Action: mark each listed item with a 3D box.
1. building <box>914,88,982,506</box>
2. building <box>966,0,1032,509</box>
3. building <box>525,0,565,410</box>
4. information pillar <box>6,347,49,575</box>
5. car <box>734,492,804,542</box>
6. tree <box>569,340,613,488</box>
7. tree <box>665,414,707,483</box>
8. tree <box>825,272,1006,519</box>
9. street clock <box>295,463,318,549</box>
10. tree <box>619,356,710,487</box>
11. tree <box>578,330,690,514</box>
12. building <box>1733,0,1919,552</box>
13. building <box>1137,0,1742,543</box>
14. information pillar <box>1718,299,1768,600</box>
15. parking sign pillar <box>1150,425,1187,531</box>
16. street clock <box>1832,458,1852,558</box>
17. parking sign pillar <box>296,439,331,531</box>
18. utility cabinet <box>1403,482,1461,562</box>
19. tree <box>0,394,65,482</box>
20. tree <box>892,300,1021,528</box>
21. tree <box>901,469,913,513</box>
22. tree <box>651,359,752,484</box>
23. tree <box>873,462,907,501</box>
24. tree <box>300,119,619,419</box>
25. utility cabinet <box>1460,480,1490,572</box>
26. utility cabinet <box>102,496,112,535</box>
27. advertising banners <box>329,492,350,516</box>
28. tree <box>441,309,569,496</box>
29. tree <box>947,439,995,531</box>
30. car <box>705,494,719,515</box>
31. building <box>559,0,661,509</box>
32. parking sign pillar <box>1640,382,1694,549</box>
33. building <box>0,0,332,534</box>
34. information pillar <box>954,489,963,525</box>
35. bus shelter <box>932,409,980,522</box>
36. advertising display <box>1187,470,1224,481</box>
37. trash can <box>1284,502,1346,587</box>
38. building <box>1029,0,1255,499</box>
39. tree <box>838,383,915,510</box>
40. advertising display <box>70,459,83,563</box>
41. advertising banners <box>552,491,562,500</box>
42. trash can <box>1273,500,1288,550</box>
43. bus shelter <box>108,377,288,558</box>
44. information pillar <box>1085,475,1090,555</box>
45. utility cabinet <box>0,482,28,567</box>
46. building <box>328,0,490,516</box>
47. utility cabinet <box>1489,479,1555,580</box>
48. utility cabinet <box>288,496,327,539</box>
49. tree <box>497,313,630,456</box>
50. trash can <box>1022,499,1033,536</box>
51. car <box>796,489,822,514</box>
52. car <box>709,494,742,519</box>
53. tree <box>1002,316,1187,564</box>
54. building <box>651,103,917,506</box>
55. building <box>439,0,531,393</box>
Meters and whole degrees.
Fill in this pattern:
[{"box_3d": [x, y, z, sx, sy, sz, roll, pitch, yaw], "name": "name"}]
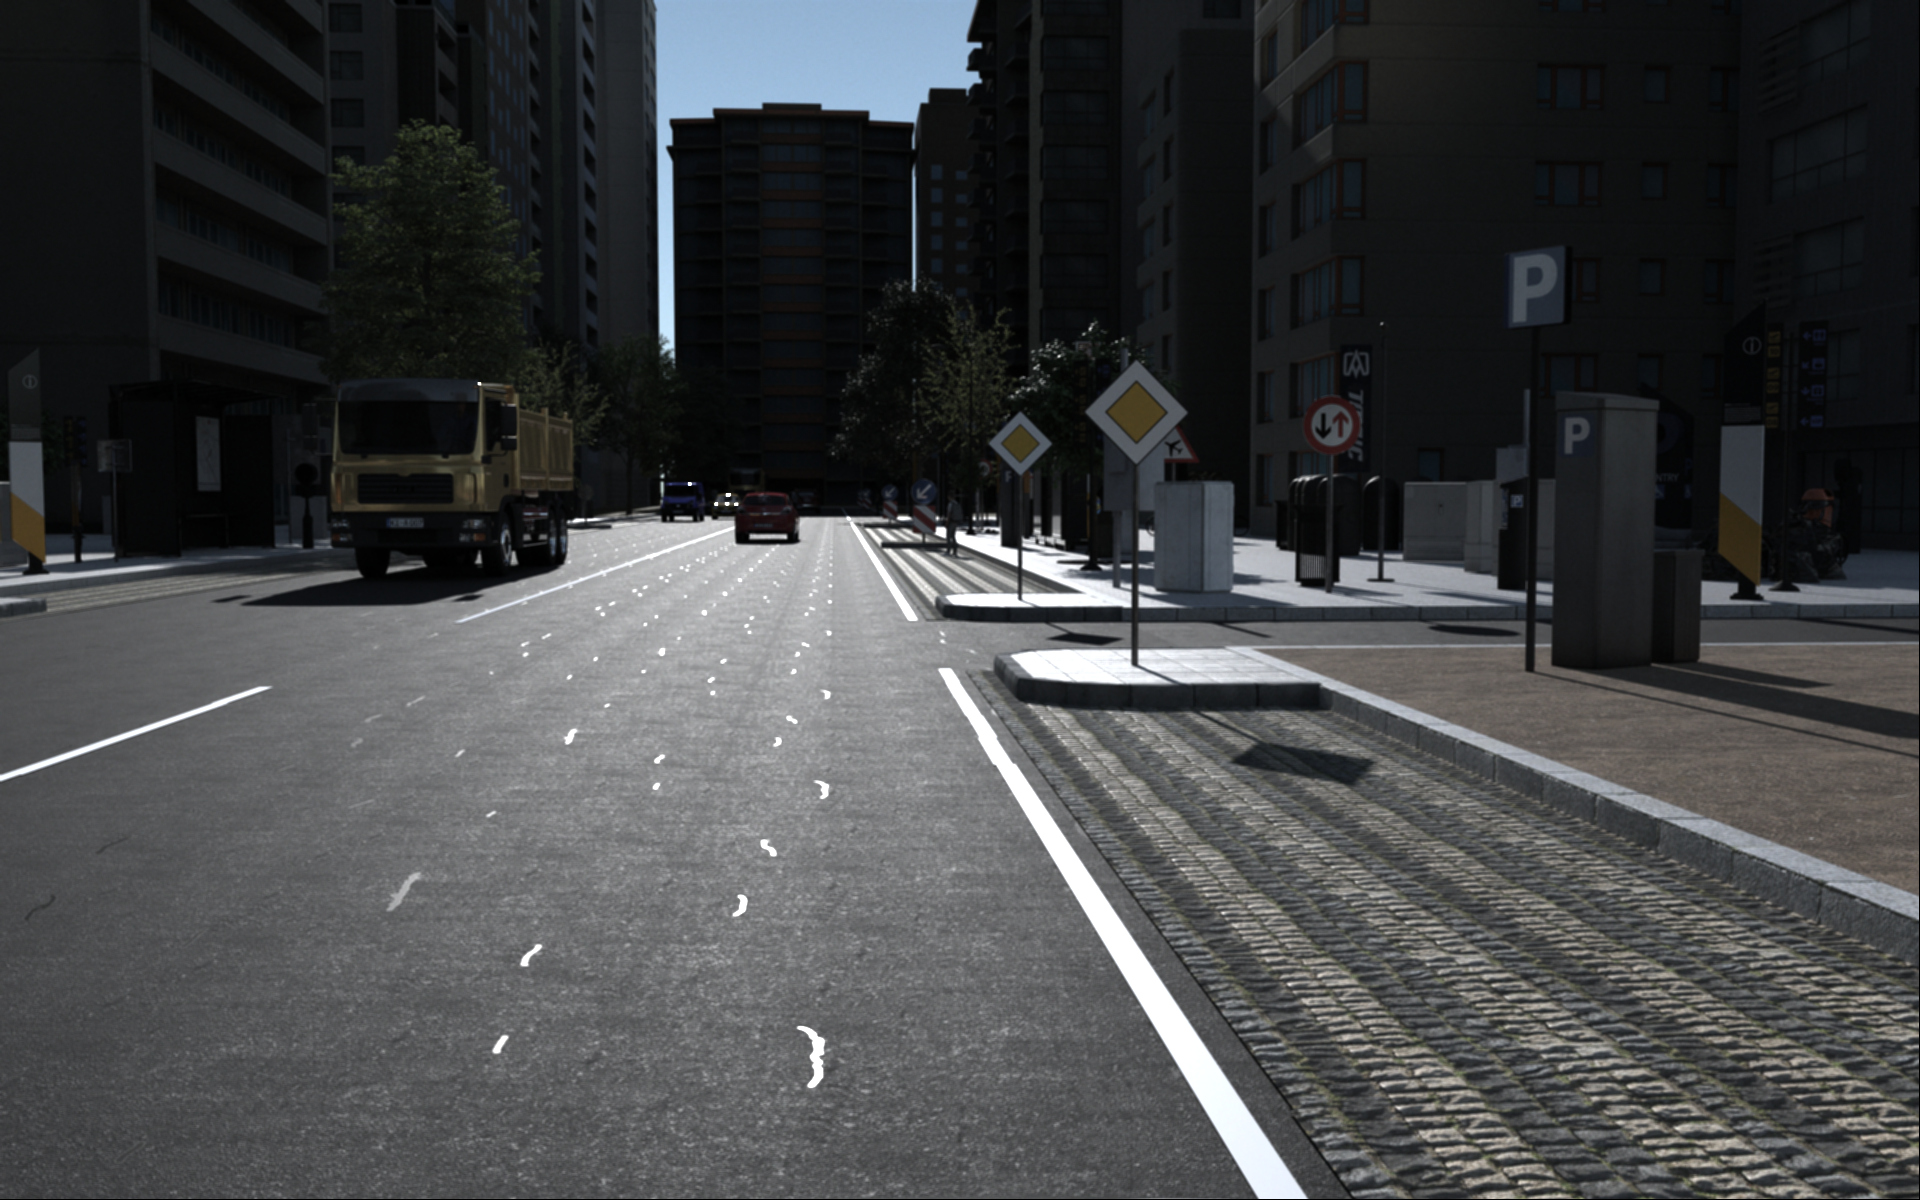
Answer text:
[{"box_3d": [2.344, -33.330, 195.055, 14.200, 45.320, 14.600, 0, 4, -4], "name": "building"}, {"box_3d": [12.026, -30.282, 149.731, 22.147, 44.769, 28.867, 0, 4, -4], "name": "building"}, {"box_3d": [-37.646, -27.235, 128.893, 14.154, 41.232, 14.086, 0, 4, -4], "name": "building"}, {"box_3d": [-14.866, -2.216, 27.588, 0.504, 3.616, 0.183, -3, 5, -45], "name": "information pillar"}, {"box_3d": [-5.904, -2.703, 53.228, 2.155, 1.783, 4.494, 0, 4, -3], "name": "car"}, {"box_3d": [-18.865, -8.040, 81.821, 4.360, 8.622, 3.978, 0, 3, 0], "name": "tree"}, {"box_3d": [-24.952, -12.571, 155.893, 4.360, 8.622, 3.978, 0, 3, 0], "name": "tree"}, {"box_3d": [-2.211, -10.558, 89.631, 9.611, 12.733, 9.660, 0, 3, 0], "name": "tree"}, {"box_3d": [-15.365, -2.214, 40.761, 0.471, 2.002, 0.358, 0, 4, 4], "name": "street clock"}, {"box_3d": [-24.612, -13.714, 142.357, 7.486, 12.596, 7.792, 0, 3, 0], "name": "tree"}, {"box_3d": [-20.851, -11.230, 109.372, 9.928, 11.665, 9.643, 0, 3, 0], "name": "tree"}, {"box_3d": [27.347, -21.650, 37.568, 14.086, 41.232, 14.154, 0, 4, -4], "name": "building"}, {"box_3d": [22.374, -13.158, 60.172, 27.650, 21.520, 28.899, 0, 4, -4], "name": "building"}, {"box_3d": [9.504, -1.814, 21.006, 0.504, 3.616, 0.183, 3, 4, 38], "name": "information pillar"}, {"box_3d": [7.366, -4.402, 60.448, 1.447, 3.967, 1.447, -2, 4, -31], "name": "parking sign pillar"}, {"box_3d": [17.749, -1.853, 34.871, 0.358, 2.002, 0.471, 3, 4, 38], "name": "street clock"}, {"box_3d": [-22.779, -4.422, 60.766, 1.447, 3.967, 1.447, 3, 4, 39], "name": "parking sign pillar"}, {"box_3d": [8.936, -1.456, 32.484, 1.173, 1.500, 0.318, 1, 4, 22], "name": "utility cabinet"}, {"box_3d": [-28.864, -4.225, 52.788, 4.285, 4.588, 4.351, 0, 3, 0], "name": "tree"}, {"box_3d": [0.516, -6.993, 64.694, 4.360, 8.622, 3.978, 0, 3, 0], "name": "tree"}, {"box_3d": [-3.104, -7.631, 119.366, 1.663, 3.219, 1.824, 0, 3, 0], "name": "tree"}, {"box_3d": [-24.841, -15.734, 163.903, 9.857, 13.997, 8.962, 0, 3, 0], "name": "tree"}, {"box_3d": [-6.268, -10.526, 155.806, 4.285, 4.588, 4.351, 0, 3, 0], "name": "tree"}, {"box_3d": [-16.055, -8.240, 52.858, 7.486, 12.596, 7.792, 0, 3, 0], "name": "tree"}, {"box_3d": [8.731, -1.209, 28.448, 1.173, 1.500, 0.318, -3, 5, -42], "name": "utility cabinet"}, {"box_3d": [-26.359, -2.641, 54.338, 1.020, 1.237, 0.306, 1, 4, 12], "name": "utility cabinet"}, {"box_3d": [-23.661, -4.332, 67.017, 0.090, 3.025, 2.074, 1, 4, 21], "name": "advertising banners"}, {"box_3d": [-17.991, -7.088, 66.253, 4.360, 8.622, 3.978, 0, 3, 0], "name": "tree"}, {"box_3d": [0.443, -4.026, 60.430, 1.663, 3.219, 1.824, 0, 3, 0], "name": "tree"}, {"box_3d": [-16.683, -6.752, 120.186, 2.009, 1.686, 4.222, 0, 4, -2], "name": "car"}, {"box_3d": [-48.236, -39.857, 193.655, 28.212, 58.520, 21.231, 0, 4, -4], "name": "building"}, {"box_3d": [16.669, -3.218, 41.089, 1.447, 3.967, 1.447, -3, 5, -40], "name": "parking sign pillar"}, {"box_3d": [-37.274, -26.921, 63.858, 21.300, 48.544, 21.600, 0, 4, -4], "name": "building"}, {"box_3d": [-0.050, -4.102, 71.567, 0.304, 2.012, 0.304, 1, 4, 19], "name": "information pillar"}, {"box_3d": [-0.090, -6.223, 79.374, 2.179, 5.291, 8.768, 0, 4, -4], "name": "bus shelter"}, {"box_3d": [6.648, -2.552, 46.940, 0.974, 1.923, 0.123, 1, 4, 12], "name": "advertising display"}, {"box_3d": [4.983, -0.762, 24.119, 0.748, 1.137, 0.748, 0, 3, 0], "name": "trash can"}, {"box_3d": [11.040, -20.559, 107.840, 14.160, 30.474, 14.107, 0, 4, -4], "name": "building"}, {"box_3d": [-6.125, -13.234, 142.131, 9.928, 11.665, 9.643, 0, 3, 0], "name": "tree"}, {"box_3d": [-16.555, -1.668, 32.481, 0.123, 1.923, 0.974, -1, 4, -23], "name": "advertising display"}, {"box_3d": [-17.762, -4.921, 76.643, 0.090, 3.025, 2.074, 0, 4, 0], "name": "advertising banners"}, {"box_3d": [7.574, -1.721, 39.784, 0.748, 1.137, 0.748, 0, 3, 0], "name": "trash can"}, {"box_3d": [-16.468, -2.847, 37.824, 1.731, 3.624, 6.357, 0, 4, -4], "name": "bus shelter"}, {"box_3d": [2.737, -2.761, 36.504, 0.183, 3.616, 0.504, 0, 4, 7], "name": "information pillar"}, {"box_3d": [-16.763, -1.329, 30.401, 0.318, 1.500, 1.173, 0, 4, -7], "name": "utility cabinet"}, {"box_3d": [-35.769, -20.115, 100.588, 14.160, 30.474, 14.107, 0, 4, -4], "name": "building"}, {"box_3d": [8.588, -1.067, 26.117, 0.318, 1.500, 1.173, -2, 4, -30], "name": "utility cabinet"}, {"box_3d": [-18.609, -2.339, 49.405, 1.020, 1.237, 0.306, 0, 4, 5], "name": "utility cabinet"}, {"box_3d": [-20.625, -9.511, 89.911, 7.601, 10.594, 8.767, 0, 4, 6], "name": "tree"}, {"box_3d": [2.009, -2.558, 53.477, 0.748, 1.137, 0.748, 0, 3, 0], "name": "trash can"}, {"box_3d": [-11.165, -7.172, 125.938, 2.281, 1.827, 5.304, 0, 4, -6], "name": "car"}, {"box_3d": [-13.333, -5.453, 99.382, 2.015, 1.641, 3.980, 0, 4, -5], "name": "car"}, {"box_3d": [2.490, -2.965, 32.194, 4.285, 4.588, 4.351, 0, 3, 0], "name": "tree"}, {"box_3d": [-19.623, -33.176, 197.053, 28.867, 44.769, 22.147, 0, 4, -4], "name": "building"}, {"box_3d": [-36.875, -28.413, 114.671, 14.600, 45.320, 14.200, 0, 4, -4], "name": "building"}]
